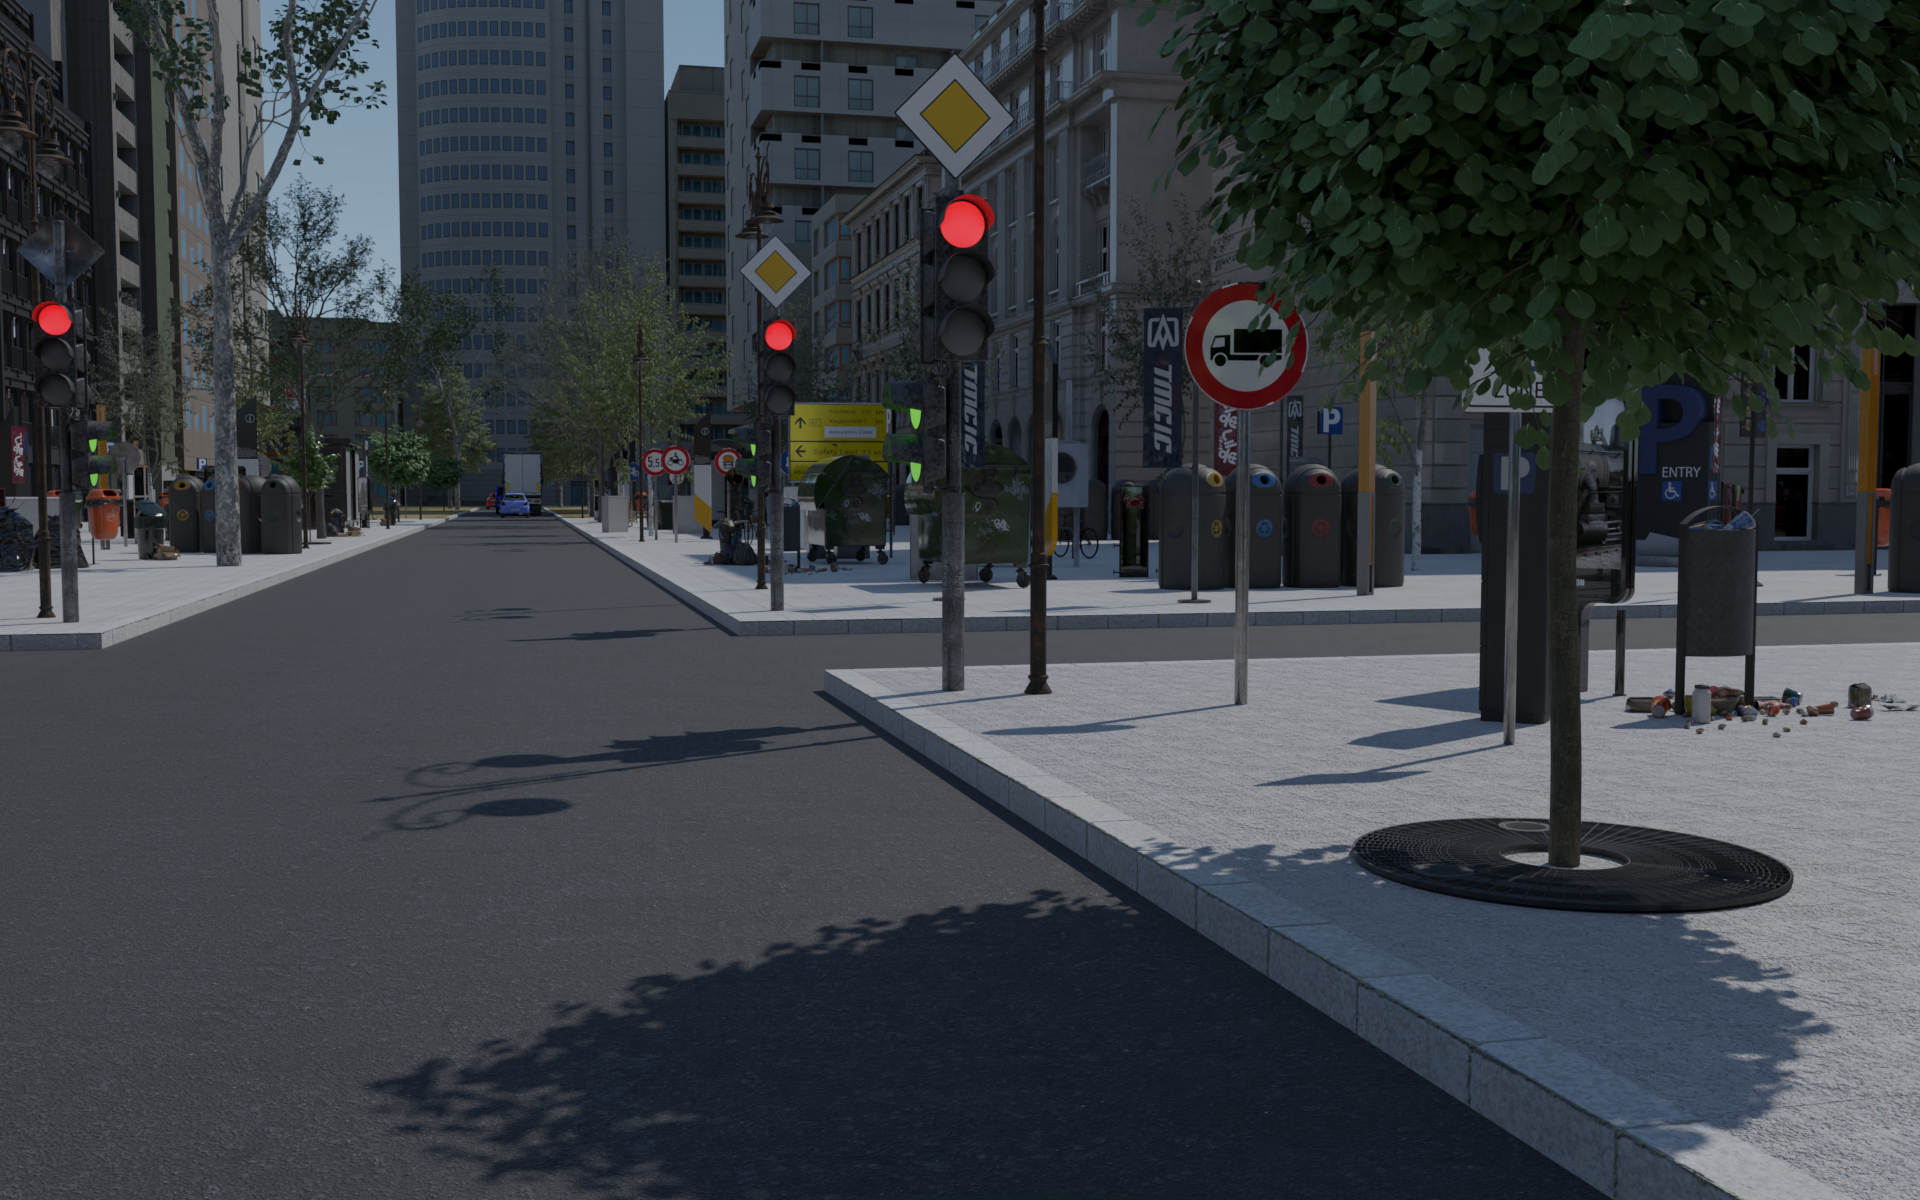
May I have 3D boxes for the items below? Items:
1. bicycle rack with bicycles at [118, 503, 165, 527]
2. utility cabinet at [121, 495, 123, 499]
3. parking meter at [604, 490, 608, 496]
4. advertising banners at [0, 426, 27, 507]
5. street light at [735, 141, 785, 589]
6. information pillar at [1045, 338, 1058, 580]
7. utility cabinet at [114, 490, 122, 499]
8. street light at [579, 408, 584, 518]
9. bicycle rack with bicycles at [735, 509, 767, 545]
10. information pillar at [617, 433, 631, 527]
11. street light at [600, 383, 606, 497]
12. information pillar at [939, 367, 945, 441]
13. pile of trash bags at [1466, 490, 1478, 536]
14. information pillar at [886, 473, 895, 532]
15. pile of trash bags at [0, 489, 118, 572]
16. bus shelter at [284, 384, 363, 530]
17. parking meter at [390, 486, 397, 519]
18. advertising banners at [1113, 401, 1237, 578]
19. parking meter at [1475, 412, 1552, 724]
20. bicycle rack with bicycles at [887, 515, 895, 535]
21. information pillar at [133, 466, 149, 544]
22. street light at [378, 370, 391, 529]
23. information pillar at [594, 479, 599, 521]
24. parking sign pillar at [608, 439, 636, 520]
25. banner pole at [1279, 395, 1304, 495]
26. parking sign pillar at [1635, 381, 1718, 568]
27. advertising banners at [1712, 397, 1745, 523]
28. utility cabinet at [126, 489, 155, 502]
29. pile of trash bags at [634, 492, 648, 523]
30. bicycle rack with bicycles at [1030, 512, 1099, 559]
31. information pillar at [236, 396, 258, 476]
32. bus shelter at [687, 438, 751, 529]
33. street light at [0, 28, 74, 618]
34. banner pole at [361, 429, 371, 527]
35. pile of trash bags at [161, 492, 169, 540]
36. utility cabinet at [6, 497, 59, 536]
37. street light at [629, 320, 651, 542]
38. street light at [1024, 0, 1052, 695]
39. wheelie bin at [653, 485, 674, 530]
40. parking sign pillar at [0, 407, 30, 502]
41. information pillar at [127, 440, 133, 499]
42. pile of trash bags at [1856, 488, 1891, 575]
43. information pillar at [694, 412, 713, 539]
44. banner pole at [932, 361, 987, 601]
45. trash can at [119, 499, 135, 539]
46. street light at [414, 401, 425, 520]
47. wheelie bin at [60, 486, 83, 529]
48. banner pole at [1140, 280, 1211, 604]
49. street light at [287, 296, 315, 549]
[{"bbox_3d":[-32.337,-3.333,67.876,2.852,0.926,2.925,0,4,7],"label":"bicycle rack with bicycles"},{"bbox_3d":[-39.355,-4.363,82.497,1.020,1.237,0.306,-1,4,-16],"label":"utility cabinet"},{"bbox_3d":[-18.361,-5.004,90.224,0.372,1.533,0.369,0,3,0],"label":"parking meter"},{"bbox_3d":[-24.507,-2.925,44.006,0.090,3.025,2.074,1,4,18],"label":"advertising banners"},{"bbox_3d":[-2.678,-3.082,23.185,0.468,5.910,1.993,-1,4,-14],"label":"street light"},{"bbox_3d":[1.347,-2.111,25.872,0.183,3.616,0.504,-1,4,-14],"label":"information pillar"},{"bbox_3d":[-41.559,-4.723,85.899,1.173,1.500,0.318,3,4,38],"label":"utility cabinet"},{"bbox_3d":[-19.920,-7.245,91.244,0.468,5.910,1.993,-1,4,-14],"label":"street light"},{"bbox_3d":[-4.459,-1.843,43.508,2.852,0.926,2.925,0,4,5],"label":"bicycle rack with bicycles"},{"bbox_3d":[-12.942,-4.608,66.692,0.504,3.616,0.183,-3,5,-44],"label":"information pillar"},{"bbox_3d":[-14.183,-5.871,68.784,0.468,5.910,1.993,-1,4,-14],"label":"street light"},{"bbox_3d":[-0.170,-2.472,31.767,0.183,3.616,0.504,-3,4,-38],"label":"information pillar"},{"bbox_3d":[11.502,-1.546,35.034,3.447,1.369,1.912,-2,4,-35],"label":"pile of trash bags"},{"bbox_3d":[-2.398,-3.345,59.182,0.304,2.012,0.304,1,4,12],"label":"information pillar"},{"bbox_3d":[-16.015,-1.245,30.115,1.912,1.369,3.447,1,4,19],"label":"pile of trash bags"},{"bbox_3d":[-24.187,-5.404,65.993,2.179,5.291,8.768,-1,4,-14],"label":"bus shelter"},{"bbox_3d":[-29.185,-5.115,89.348,0.255,1.863,0.399,0,4,7],"label":"parking meter"},{"bbox_3d":[3.396,-1.861,26.622,2.074,3.025,0.090,0,4,-5],"label":"advertising banners"},{"bbox_3d":[3.129,-0.248,9.771,0.399,1.863,0.255,2,4,29],"label":"parking meter"},{"bbox_3d":[-3.211,-2.526,54.677,2.852,0.926,2.925,-1,4,-11],"label":"bicycle rack with bicycles"},{"bbox_3d":[-21.188,-2.467,44.821,0.304,2.012,0.304,-1,4,-11],"label":"information pillar"},{"bbox_3d":[-20.894,-5.523,63.084,0.468,5.910,1.993,-1,4,-14],"label":"street light"},{"bbox_3d":[-17.555,-4.856,83.895,0.304,2.012,0.304,0,4,1],"label":"information pillar"},{"bbox_3d":[-16.492,-5.869,84.428,1.447,3.967,1.447,-3,4,-36],"label":"parking sign pillar"},{"bbox_3d":[7.365,-2.982,38.780,0.401,3.779,0.863,-3,4,-39],"label":"banner pole"},{"bbox_3d":[12.748,-2.588,30.779,1.447,3.967,1.447,-3,5,-43],"label":"parking sign pillar"},{"bbox_3d":[9.910,-1.602,22.384,0.090,3.025,2.074,2,4,34],"label":"advertising banners"},{"bbox_3d":[-36.208,-4.150,76.524,1.173,1.500,0.318,-1,4,-20],"label":"utility cabinet"},{"bbox_3d":[-13.146,-4.058,76.099,3.447,1.369,1.912,3,5,41],"label":"pile of trash bags"},{"bbox_3d":[1.102,-1.313,34.842,2.852,0.926,2.925,-2,4,-26],"label":"bicycle rack with bicycles"},{"bbox_3d":[-16.862,-3.038,41.025,0.504,3.616,0.183,-1,4,-19],"label":"information pillar"},{"bbox_3d":[-9.249,-4.385,65.624,2.014,3.302,5.546,-1,4,-14],"label":"bus shelter"},{"bbox_3d":[-9.489,-2.753,17.807,0.468,5.910,1.993,-1,4,-14],"label":"street light"},{"bbox_3d":[-22.998,-4.712,67.063,0.401,3.779,0.863,0,4,-5],"label":"banner pole"},{"bbox_3d":[-21.333,-2.369,48.487,1.912,1.369,3.447,-3,4,-39],"label":"pile of trash bags"},{"bbox_3d":[-19.520,-1.551,36.517,1.020,1.237,0.306,-2,4,-30],"label":"utility cabinet"},{"bbox_3d":[-8.540,-4.497,46.306,0.468,5.910,1.993,-1,4,-14],"label":"street light"},{"bbox_3d":[0.503,-2.336,10.981,0.468,5.910,1.993,-1,4,-14],"label":"street light"},{"bbox_3d":[-10.715,-3.345,62.605,0.980,1.594,0.693,-2,4,-28],"label":"wheelie bin"},{"bbox_3d":[-29.524,-4.002,53.911,1.447,3.967,1.447,2,4,35],"label":"parking sign pillar"},{"bbox_3d":[-36.160,-5.148,75.525,0.183,3.616,0.504,0,4,6],"label":"information pillar"},{"bbox_3d":[15.892,-1.056,27.010,3.447,1.369,1.912,2,4,31],"label":"pile of trash bags"},{"bbox_3d":[-7.329,-3.550,49.405,0.504,3.616,0.183,0,4,1],"label":"information pillar"},{"bbox_3d":[0.023,-1.870,20.587,0.401,3.779,0.863,-3,5,-43],"label":"banner pole"},{"bbox_3d":[-23.808,-2.331,49.773,0.748,1.137,0.748,0,3,0],"label":"trash can"},{"bbox_3d":[-26.881,-6.933,86.149,0.468,5.910,1.993,-1,4,-14],"label":"street light"},{"bbox_3d":[-32.735,-3.406,63.604,0.693,1.594,0.980,1,4,13],"label":"wheelie bin"},{"bbox_3d":[2.549,-1.860,20.428,0.863,3.779,0.401,1,4,16],"label":"banner pole"},{"bbox_3d":[-15.390,-4.146,40.571,0.468,5.910,1.993,-1,4,-14],"label":"street light"}]
